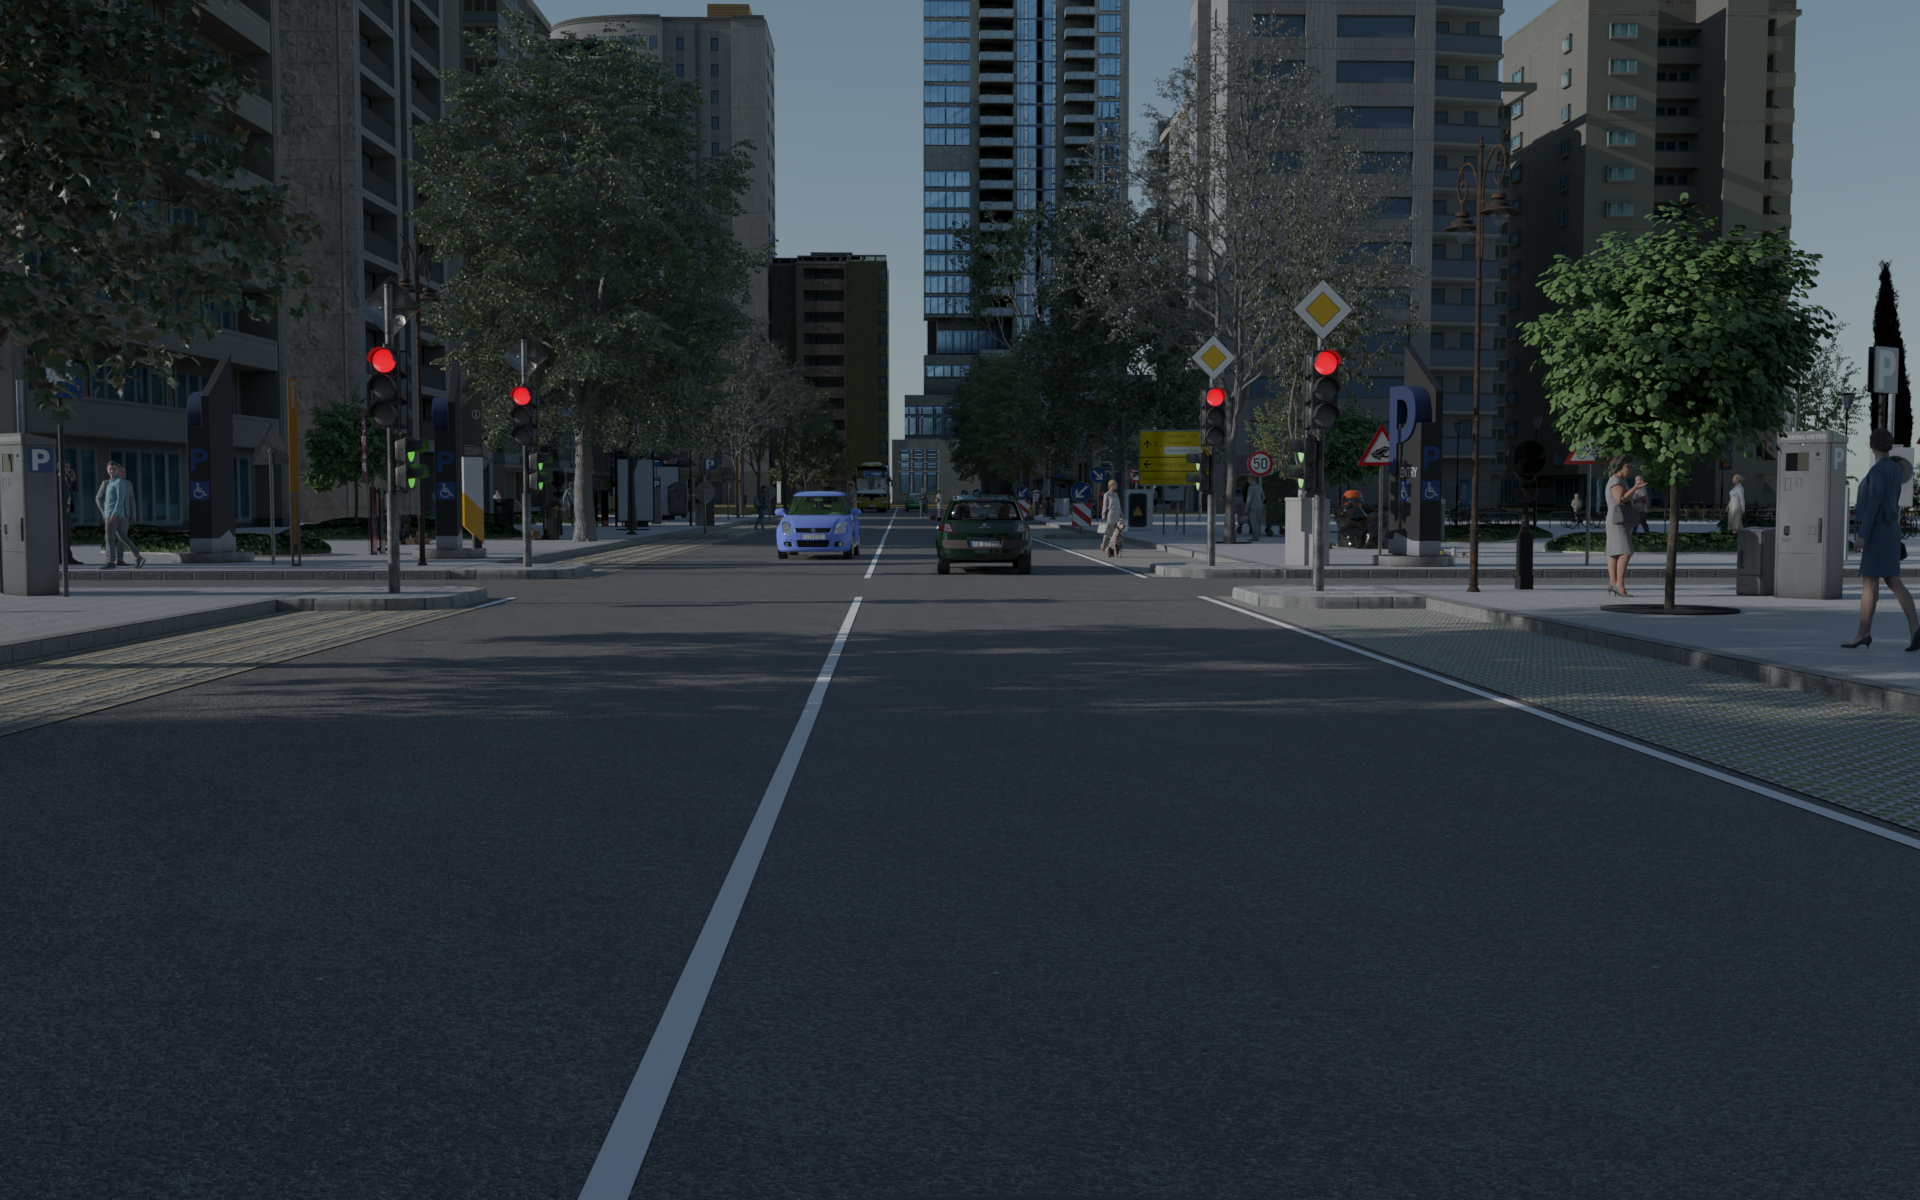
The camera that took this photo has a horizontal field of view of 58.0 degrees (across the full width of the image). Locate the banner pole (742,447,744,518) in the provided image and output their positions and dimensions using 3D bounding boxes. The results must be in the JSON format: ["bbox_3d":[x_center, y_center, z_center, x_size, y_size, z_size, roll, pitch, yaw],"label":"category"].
[{"bbox_3d":[-11.472,-6.215,91.636,0.401,3.779,0.863,0,4,-5],"label":"banner pole"}]

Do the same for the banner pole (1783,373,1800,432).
[{"bbox_3d":[15.049,-2.530,31.379,0.863,3.779,0.401,-3,5,-44],"label":"banner pole"}]

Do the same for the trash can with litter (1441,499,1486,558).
[{"bbox_3d":[10.020,-1.515,35.827,1.678,1.210,2.233,1,4,17],"label":"trash can with litter"}]

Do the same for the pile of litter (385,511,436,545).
[{"bbox_3d":[-14.024,-1.844,44.117,1.719,0.858,1.176,-3,4,-37],"label":"pile of litter"}]

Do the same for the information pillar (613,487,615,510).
[{"bbox_3d":[-16.150,-5.536,81.863,0.504,3.616,0.183,-2,4,-29],"label":"information pillar"}]

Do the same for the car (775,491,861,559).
[{"bbox_3d":[-3.186,-1.818,39.315,1.945,1.707,3.694,0,4,0],"label":"car"}]

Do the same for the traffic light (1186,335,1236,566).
[{"bbox_3d":[4.461,-2.560,30.781,0.839,4.253,0.868,0,4,-2],"label":"traffic light"}]

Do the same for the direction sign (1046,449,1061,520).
[{"bbox_3d":[4.684,-5.817,87.100,0.876,3.537,0.379,-2,4,-28],"label":"direction sign"}]

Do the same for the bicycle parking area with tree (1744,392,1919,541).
[{"bbox_3d":[26.576,-3.668,46.974,9.016,4.147,8.231,-2,4,-26],"label":"bicycle parking area with tree"}]

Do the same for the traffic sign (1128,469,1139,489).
[{"bbox_3d":[7.820,-4.691,76.806,0.768,2.556,0.104,0,4,-1],"label":"traffic sign"}]

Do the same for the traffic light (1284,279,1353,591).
[{"bbox_3d":[4.721,-2.072,22.801,0.839,4.253,0.868,0,4,-2],"label":"traffic light"}]

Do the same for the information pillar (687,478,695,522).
[{"bbox_3d":[-12.465,-4.635,80.276,0.304,2.012,0.304,0,4,5],"label":"information pillar"}]

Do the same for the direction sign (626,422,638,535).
[{"bbox_3d":[-10.364,-3.828,54.577,0.379,3.537,0.876,-1,4,-16],"label":"direction sign"}]

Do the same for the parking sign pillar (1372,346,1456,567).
[{"bbox_3d":[8.140,-2.598,30.956,1.447,3.967,1.447,-1,4,-10],"label":"parking sign pillar"}]

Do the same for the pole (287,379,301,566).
[{"bbox_3d":[-11.817,-2.256,30.734,0.158,3.312,0.155,0,3,0],"label":"pole"}]

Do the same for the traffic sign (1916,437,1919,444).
[{"bbox_3d":[10.661,-1.134,18.538,0.884,2.594,0.081,0,4,3],"label":"traffic sign"}]

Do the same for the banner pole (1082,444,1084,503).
[{"bbox_3d":[5.666,-5.500,79.947,0.401,3.779,0.863,0,4,5],"label":"banner pole"}]

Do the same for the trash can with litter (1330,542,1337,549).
[{"bbox_3d":[8.229,-1.780,40.497,1.055,1.170,0.624,-1,4,-9],"label":"trash can with litter"}]

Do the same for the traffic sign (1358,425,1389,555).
[{"bbox_3d":[7.891,-1.986,32.481,0.884,2.594,0.081,0,4,5],"label":"traffic sign"}]

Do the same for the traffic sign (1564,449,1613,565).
[{"bbox_3d":[11.274,-1.900,31.066,0.884,2.594,0.081,0,4,8],"label":"traffic sign"}]

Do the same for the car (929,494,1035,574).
[{"bbox_3d":[0.421,-1.386,32.444,2.009,1.686,4.222,0,4,0],"label":"car"}]

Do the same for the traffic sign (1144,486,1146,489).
[{"bbox_3d":[8.347,-4.772,78.134,0.768,2.556,0.104,0,4,6],"label":"traffic sign"}]

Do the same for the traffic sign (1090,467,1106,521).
[{"bbox_3d":[6.468,-4.968,81.324,0.768,2.556,0.104,0,4,0],"label":"traffic sign"}]

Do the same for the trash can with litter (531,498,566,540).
[{"bbox_3d":[-11.568,-2.255,48.264,0.624,1.170,1.055,3,5,43],"label":"trash can with litter"}]

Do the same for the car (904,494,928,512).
[{"bbox_3d":[-3.544,-8.045,140.327,1.959,1.807,4.718,0,4,-4],"label":"car"}]

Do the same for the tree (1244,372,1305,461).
[{"bbox_3d":[18.879,-9.265,101.841,4.737,8.622,4.395,0,3,0],"label":"tree"}]

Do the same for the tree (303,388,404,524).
[{"bbox_3d":[-18.825,-4.290,53.850,4.285,4.588,4.351,0,3,0],"label":"tree"}]

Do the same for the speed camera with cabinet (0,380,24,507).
[{"bbox_3d":[-16.941,-2.169,29.798,2.038,3.252,0.660,-1,4,-9],"label":"speed camera with cabinet"}]

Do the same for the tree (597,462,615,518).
[{"bbox_3d":[-18.173,-5.914,91.302,1.663,3.219,1.824,0,3,0],"label":"tree"}]

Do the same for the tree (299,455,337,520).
[{"bbox_3d":[-26.695,-4.776,72.694,1.663,3.219,1.824,0,3,0],"label":"tree"}]

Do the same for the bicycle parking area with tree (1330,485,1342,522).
[{"bbox_3d":[19.117,-5.657,79.496,8.231,4.147,9.016,3,5,39],"label":"bicycle parking area with tree"}]

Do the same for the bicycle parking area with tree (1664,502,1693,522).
[{"bbox_3d":[36.445,-5.537,77.529,8.231,4.147,9.016,0,4,4],"label":"bicycle parking area with tree"}]

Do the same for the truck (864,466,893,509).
[{"bbox_3d":[-8.093,-10.946,168.728,2.967,4.110,18.799,0,4,-3],"label":"truck"}]

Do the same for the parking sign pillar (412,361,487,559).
[{"bbox_3d":[-10.221,-2.820,34.580,1.447,3.967,1.447,-1,4,-12],"label":"parking sign pillar"}]

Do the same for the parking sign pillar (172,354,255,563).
[{"bbox_3d":[-14.123,-2.702,32.655,1.447,3.967,1.447,0,4,-4],"label":"parking sign pillar"}]

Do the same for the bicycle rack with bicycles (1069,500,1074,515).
[{"bbox_3d":[6.668,-5.617,105.214,2.925,0.926,2.852,2,4,25],"label":"bicycle rack with bicycles"}]

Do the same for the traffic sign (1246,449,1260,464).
[{"bbox_3d":[8.809,-3.126,50.842,0.795,2.593,0.064,0,4,7],"label":"traffic sign"}]

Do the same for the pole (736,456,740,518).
[{"bbox_3d":[-11.871,-6.044,92.667,0.158,3.312,0.155,0,3,0],"label":"pole"}]

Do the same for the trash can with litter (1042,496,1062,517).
[{"bbox_3d":[5.142,-5.211,96.580,1.055,1.170,0.624,-3,5,-40],"label":"trash can with litter"}]

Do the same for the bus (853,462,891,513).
[{"bbox_3d":[-7.074,-8.915,137.313,2.896,3.916,12.252,0,4,-4],"label":"bus"}]

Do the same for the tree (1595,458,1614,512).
[{"bbox_3d":[34.463,-8.715,92.860,4.737,8.622,4.395,0,3,0],"label":"tree"}]

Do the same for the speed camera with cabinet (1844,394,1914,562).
[{"bbox_3d":[16.885,-2.355,32.836,2.038,3.252,0.660,1,4,19],"label":"speed camera with cabinet"}]

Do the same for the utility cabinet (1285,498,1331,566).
[{"bbox_3d":[6.270,-1.228,31.244,0.306,1.237,1.020,-1,4,-23],"label":"utility cabinet"}]

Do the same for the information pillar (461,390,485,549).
[{"bbox_3d":[-10.924,-2.905,38.856,0.504,3.616,0.183,-3,5,-43],"label":"information pillar"}]

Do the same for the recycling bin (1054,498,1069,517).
[{"bbox_3d":[5.800,-5.313,99.416,0.722,1.027,0.722,2,4,33],"label":"recycling bin"}]

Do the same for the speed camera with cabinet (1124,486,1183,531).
[{"bbox_3d":[6.793,-4.061,60.734,2.038,3.252,0.660,0,4,3],"label":"speed camera with cabinet"}]

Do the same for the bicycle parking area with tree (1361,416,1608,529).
[{"bbox_3d":[20.437,-4.871,66.651,9.016,4.147,8.231,0,4,-3],"label":"bicycle parking area with tree"}]

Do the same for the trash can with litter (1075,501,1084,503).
[{"bbox_3d":[7.259,-5.597,102.901,0.624,1.170,1.055,-1,4,-18],"label":"trash can with litter"}]

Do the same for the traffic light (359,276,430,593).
[{"bbox_3d":[-7.333,-2.047,22.392,0.839,4.253,0.868,0,4,-2],"label":"traffic light"}]

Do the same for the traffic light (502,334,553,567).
[{"bbox_3d":[-7.593,-2.535,30.373,0.839,4.253,0.868,0,4,-2],"label":"traffic light"}]
